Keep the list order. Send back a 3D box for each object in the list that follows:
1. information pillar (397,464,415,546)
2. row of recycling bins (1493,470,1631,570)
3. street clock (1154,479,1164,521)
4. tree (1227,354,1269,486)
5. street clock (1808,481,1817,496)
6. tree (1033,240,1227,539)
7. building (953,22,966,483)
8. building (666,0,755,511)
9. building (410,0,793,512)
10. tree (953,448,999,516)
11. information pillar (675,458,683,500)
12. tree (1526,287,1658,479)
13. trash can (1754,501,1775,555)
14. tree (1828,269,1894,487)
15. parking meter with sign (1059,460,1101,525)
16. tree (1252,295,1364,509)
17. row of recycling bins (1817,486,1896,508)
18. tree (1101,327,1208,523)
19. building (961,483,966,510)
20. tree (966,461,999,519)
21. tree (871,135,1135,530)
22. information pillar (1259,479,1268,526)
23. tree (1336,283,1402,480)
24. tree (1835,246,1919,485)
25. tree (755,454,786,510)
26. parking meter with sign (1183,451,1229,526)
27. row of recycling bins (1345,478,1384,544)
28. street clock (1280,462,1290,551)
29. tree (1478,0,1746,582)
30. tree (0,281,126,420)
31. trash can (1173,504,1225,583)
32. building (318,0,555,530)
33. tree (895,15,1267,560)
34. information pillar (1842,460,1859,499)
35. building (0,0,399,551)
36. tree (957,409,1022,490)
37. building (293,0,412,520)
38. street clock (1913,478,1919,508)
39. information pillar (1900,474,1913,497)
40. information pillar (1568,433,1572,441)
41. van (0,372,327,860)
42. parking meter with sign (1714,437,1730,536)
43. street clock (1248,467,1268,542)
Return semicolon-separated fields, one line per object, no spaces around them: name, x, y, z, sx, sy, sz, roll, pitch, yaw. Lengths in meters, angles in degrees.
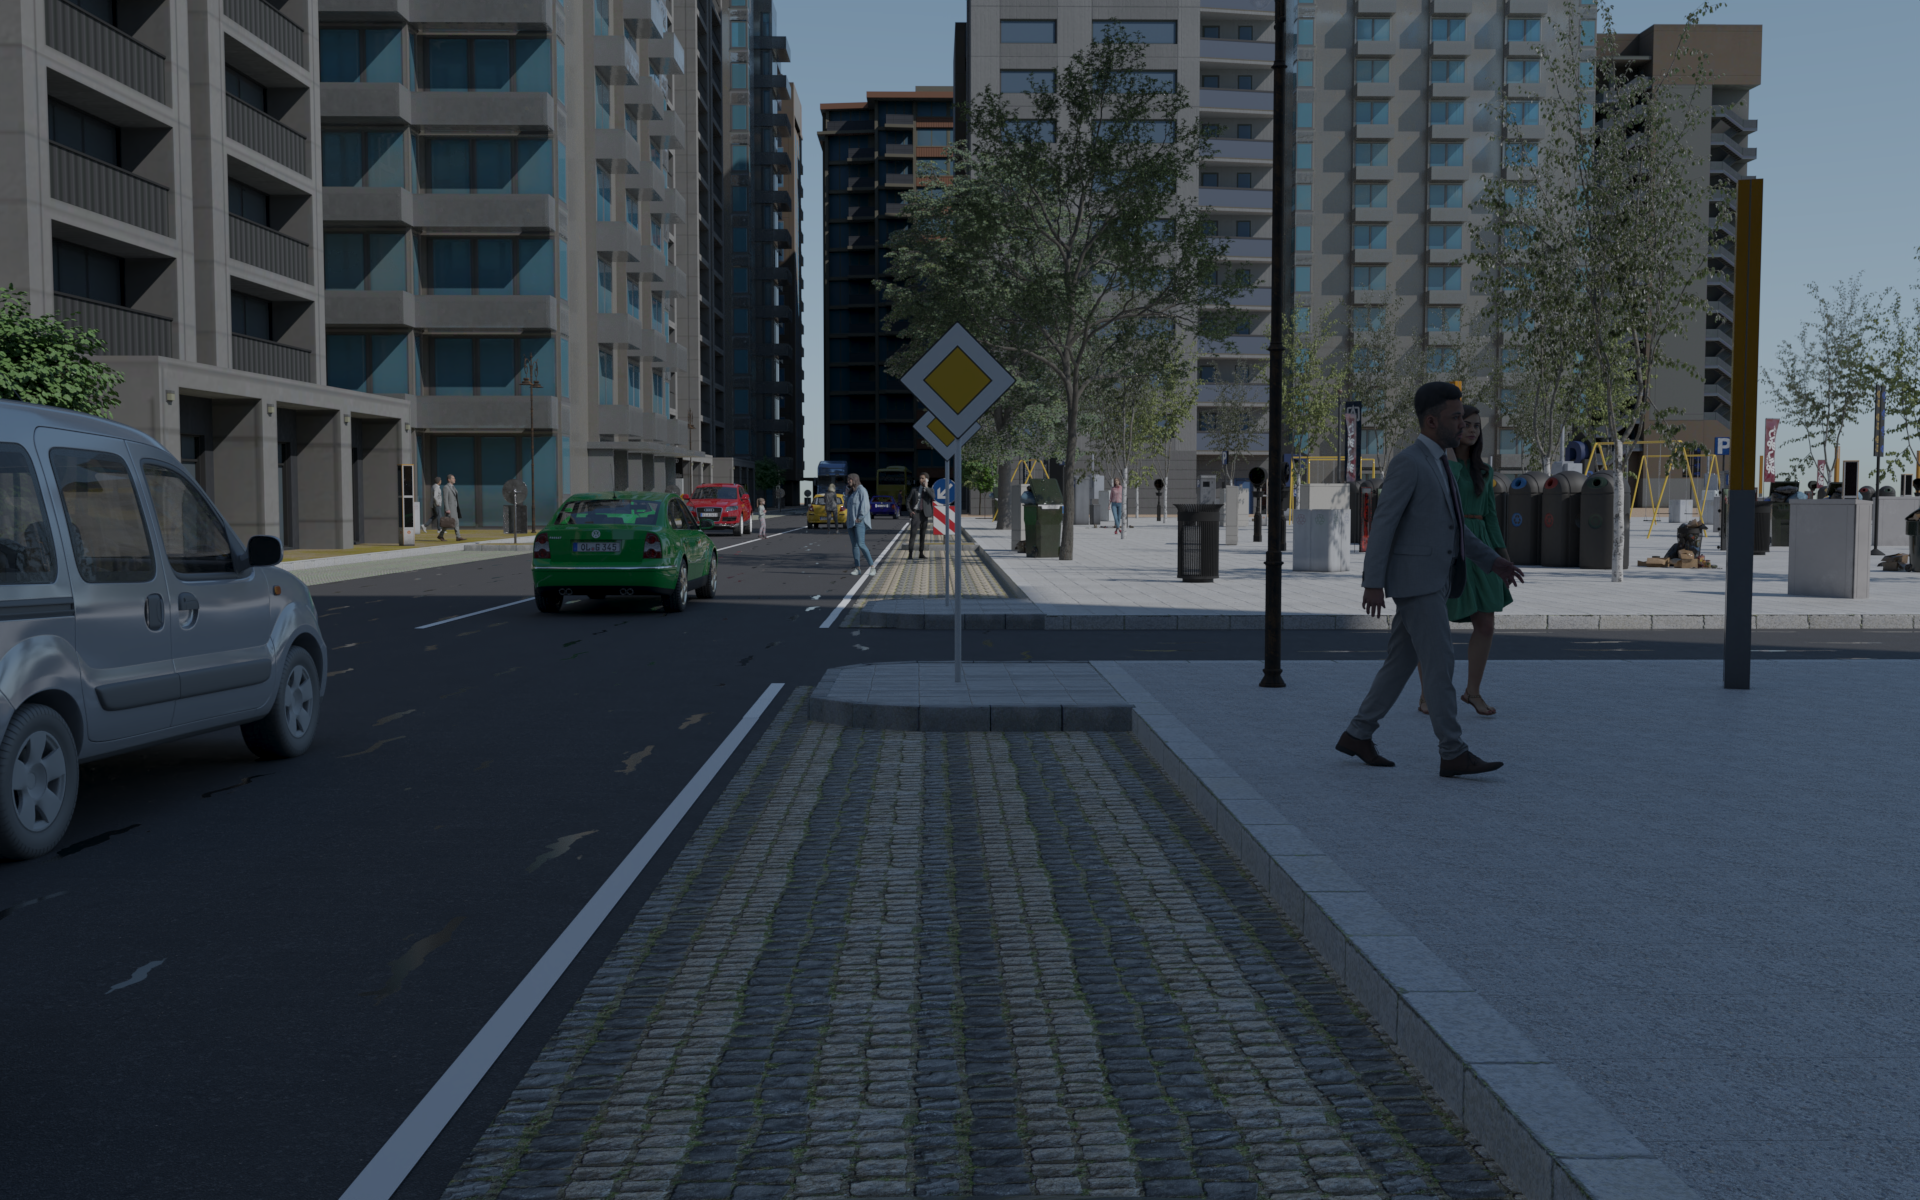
information pillar;-13.701;-2.345;42.836;0.304;2.012;0.304;-3;5;-41
row of recycling bins;10.494;-1.457;30.934;1.069;1.692;3.534;-2;4;-26
street clock;9.380;-4.715;81.653;0.471;2.002;0.358;0;4;0
tree;14.315;-8.606;91.074;4.360;8.622;3.978;0;3;0
street clock;45.691;-5.398;92.830;0.471;2.002;0.358;-1;4;-8
tree;4.506;-6.047;49.225;4.360;8.622;3.978;0;3;0
building;6.344;-31.365;162.924;14.600;45.320;14.200;0;4;-1
building;-25.681;-41.980;124.625;20.563;71.187;20.611;0;4;-1
building;-31.075;-32.992;159.019;30.456;49.044;23.786;0;4;-1
tree;1.210;-7.345;103.799;4.285;4.588;4.351;0;3;0
information pillar;-15.038;-6.190;92.560;0.504;3.616;0.183;1;4;15
tree;21.364;-6.586;58.038;4.737;8.622;4.395;0;3;0
trash can;16.751;-1.521;36.516;0.748;1.137;0.748;0;3;0
tree;28.937;-6.563;57.676;4.360;8.622;3.978;0;3;0
parking meter with sign;4.998;-4.622;71.832;1.738;3.016;0.543;-2;4;-26
tree;12.942;-7.010;64.972;4.737;8.622;4.395;0;3;0
row of recycling bins;44.114;-4.782;85.298;3.534;1.692;1.069;3;4;38
tree;8.824;-7.674;75.829;4.737;8.622;4.395;0;3;0
building;10.051;-43.154;143.826;20.563;71.187;20.611;0;4;-1
tree;1.349;-5.755;88.692;1.663;3.219;1.824;0;3;0
tree;1.723;-9.499;61.966;9.857;13.997;8.962;0;3;0
information pillar;12.224;-4.003;69.934;0.304;2.012;0.304;0;4;-8
tree;14.840;-6.709;60.053;4.360;8.622;3.978;0;3;0
tree;27.608;-6.056;49.383;4.737;8.622;4.395;0;3;0
tree;-16.041;-9.715;142.546;4.285;4.588;4.351;0;3;0
parking meter with sign;9.912;-4.501;69.852;1.738;3.016;0.543;-1;4;-11
row of recycling bins;10.927;-2.271;44.239;1.069;1.692;3.534;-2;4;-23
street clock;7.236;-2.103;38.955;0.358;2.002;0.471;2;4;27
tree;9.410;-4.556;24.855;4.360;8.622;3.978;0;3;0
tree;-14.741;-2.635;26.799;4.285;4.588;4.351;0;3;0
trash can;3.465;-0.828;25.188;0.748;1.137;0.748;0;3;0
building;-23.930;-27.726;72.930;23.786;49.044;30.456;0;4;-1
tree;2.390;-6.051;33.342;7.601;10.594;8.767;-1;4;-16
information pillar;19.395;-2.035;37.761;0.304;2.012;0.304;2;4;24
building;-24.533;-36.729;38.770;20.563;71.187;20.611;0;4;-1
tree;1.763;-8.839;94.880;4.737;8.622;4.395;0;3;0
building;-25.913;-40.709;103.841;20.563;71.187;20.611;0;4;-1
street clock;43.301;-4.510;78.313;0.471;2.002;0.358;1;4;21
information pillar;34.543;-3.593;63.239;0.304;2.012;0.304;0;4;3
information pillar;23.413;-4.577;66.186;0.504;3.616;0.183;-1;4;-13
van;-4.422;-0.070;8.151;2.013;2.044;4.112;0;4;0
parking meter with sign;23.168;-3.422;52.204;0.543;3.016;1.738;1;4;13
street clock;7.970;-2.554;46.331;0.471;2.002;0.358;2;4;30
